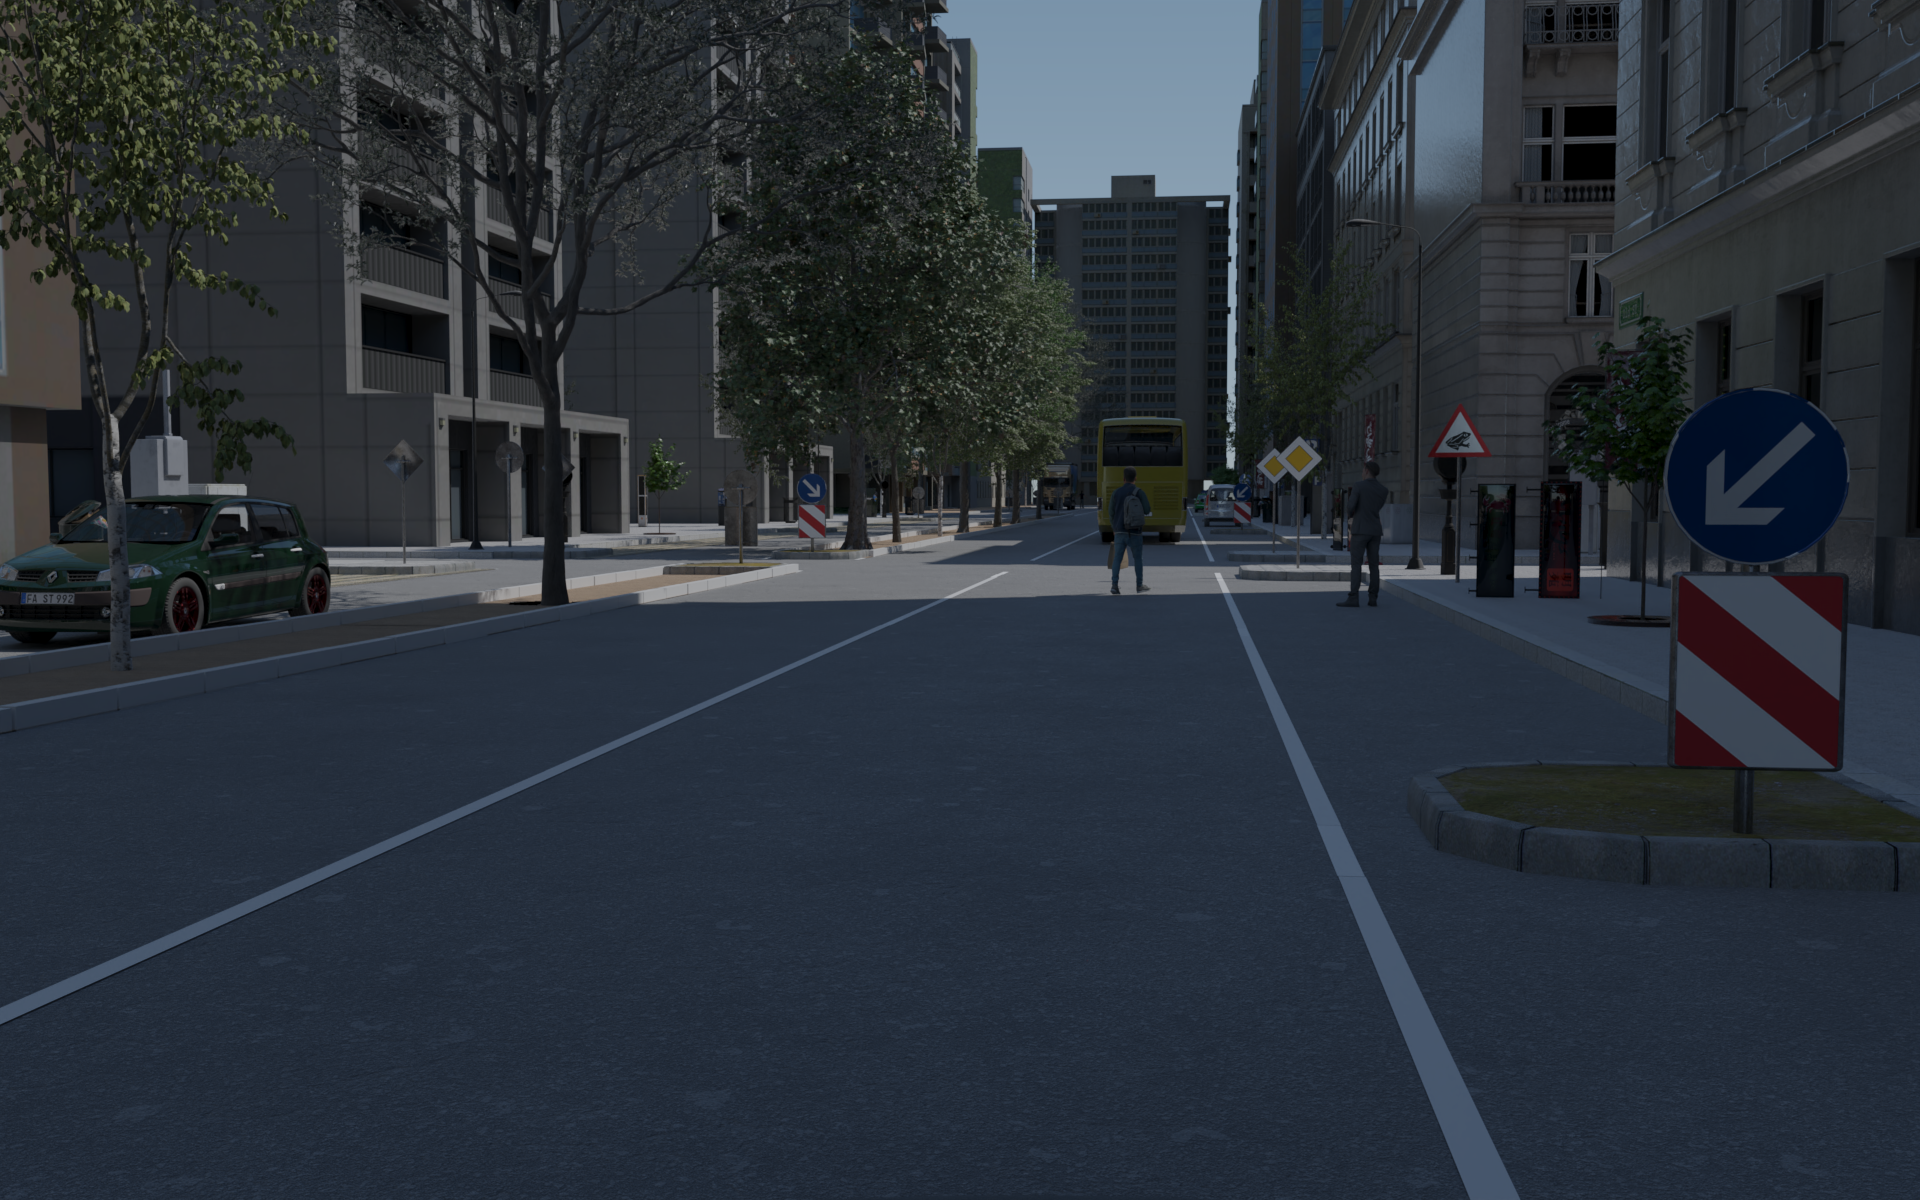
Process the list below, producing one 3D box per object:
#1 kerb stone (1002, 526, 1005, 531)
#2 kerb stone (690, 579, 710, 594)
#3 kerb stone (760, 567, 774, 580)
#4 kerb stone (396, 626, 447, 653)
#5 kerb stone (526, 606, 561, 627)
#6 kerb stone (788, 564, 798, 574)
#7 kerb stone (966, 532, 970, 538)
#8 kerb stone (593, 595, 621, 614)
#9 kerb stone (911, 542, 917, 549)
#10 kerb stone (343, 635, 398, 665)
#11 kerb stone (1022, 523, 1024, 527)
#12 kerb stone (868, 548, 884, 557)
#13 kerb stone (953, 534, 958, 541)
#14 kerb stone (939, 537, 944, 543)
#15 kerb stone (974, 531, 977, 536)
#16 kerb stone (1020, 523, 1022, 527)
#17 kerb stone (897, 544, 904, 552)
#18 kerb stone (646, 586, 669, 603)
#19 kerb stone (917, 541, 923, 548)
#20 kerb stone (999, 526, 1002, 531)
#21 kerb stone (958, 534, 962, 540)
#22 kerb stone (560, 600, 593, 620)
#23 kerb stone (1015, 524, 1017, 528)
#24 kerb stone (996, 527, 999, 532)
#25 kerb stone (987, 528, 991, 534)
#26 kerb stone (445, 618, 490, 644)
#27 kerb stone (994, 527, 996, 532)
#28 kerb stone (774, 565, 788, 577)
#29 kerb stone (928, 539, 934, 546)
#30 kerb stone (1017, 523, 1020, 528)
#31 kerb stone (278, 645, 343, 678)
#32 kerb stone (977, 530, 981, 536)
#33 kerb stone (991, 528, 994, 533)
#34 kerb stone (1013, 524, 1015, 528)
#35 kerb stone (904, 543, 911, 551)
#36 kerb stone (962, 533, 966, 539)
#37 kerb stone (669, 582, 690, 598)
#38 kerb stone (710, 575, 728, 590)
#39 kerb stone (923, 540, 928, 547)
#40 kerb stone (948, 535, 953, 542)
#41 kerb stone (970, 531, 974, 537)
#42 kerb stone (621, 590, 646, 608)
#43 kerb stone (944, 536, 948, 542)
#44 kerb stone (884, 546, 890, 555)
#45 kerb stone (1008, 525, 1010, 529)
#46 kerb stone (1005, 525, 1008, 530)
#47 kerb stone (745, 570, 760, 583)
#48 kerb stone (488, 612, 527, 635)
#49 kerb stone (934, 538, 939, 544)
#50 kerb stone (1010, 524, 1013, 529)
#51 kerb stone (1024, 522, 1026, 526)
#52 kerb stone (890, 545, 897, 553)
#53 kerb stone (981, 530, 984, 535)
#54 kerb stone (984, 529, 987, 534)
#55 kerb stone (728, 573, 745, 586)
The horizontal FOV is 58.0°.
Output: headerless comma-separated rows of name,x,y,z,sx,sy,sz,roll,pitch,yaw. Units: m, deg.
kerb stone,1.551,-2.768,67.447,0.120,0.150,1.000,0,4,7
kerb stone,-3.870,-0.184,25.206,0.120,0.150,1.000,0,4,7
kerb stone,-3.354,-0.429,29.274,0.120,0.150,1.000,0,4,7
kerb stone,-5.046,0.377,16.033,0.120,0.150,1.000,0,4,7
kerb stone,-4.659,0.190,19.092,0.120,0.150,1.000,0,4,7
kerb stone,-3.089,-0.557,31.306,0.120,0.150,1.000,0,4,7
kerb stone,0.112,-2.084,56.269,0.120,0.150,1.000,0,4,7
kerb stone,-4.389,0.065,21.138,0.120,0.150,1.000,0,4,7
kerb stone,-1.325,-1.399,45.068,0.120,0.150,1.000,0,4,7
kerb stone,-5.182,0.443,15.020,0.120,0.150,1.000,0,4,7
kerb stone,2.589,-3.265,75.586,0.120,0.150,1.000,0,4,7
kerb stone,-1.967,-1.087,39.972,0.120,0.150,1.000,0,4,7
kerb stone,-0.273,-1.898,53.222,0.120,0.150,1.000,0,4,7
kerb stone,-0.674,-1.707,50.153,0.120,0.150,1.000,0,4,7
kerb stone,0.366,-2.208,58.303,0.120,0.150,1.000,0,4,7
kerb stone,2.471,-3.203,74.562,0.120,0.150,1.000,0,4,7
kerb stone,-1.588,-1.269,43.033,0.120,0.150,1.000,0,4,7
kerb stone,-4.135,-0.060,23.171,0.120,0.150,1.000,0,4,7
kerb stone,-1.192,-1.452,46.082,0.120,0.150,1.000,0,4,7
kerb stone,1.417,-2.706,66.434,0.120,0.150,1.000,0,4,7
kerb stone,-0.145,-1.960,54.236,0.120,0.150,1.000,0,4,7
kerb stone,-4.519,0.128,20.108,0.120,0.150,1.000,0,4,7
kerb stone,2.195,-3.076,72.535,0.120,0.150,1.000,0,4,7
kerb stone,1.284,-2.642,65.420,0.120,0.150,1.000,0,4,7
kerb stone,0.895,-2.450,62.376,0.120,0.150,1.000,0,4,7
kerb stone,-4.908,0.315,17.048,0.120,0.150,1.000,0,4,7
kerb stone,1.150,-2.580,64.407,0.120,0.150,1.000,0,4,7
kerb stone,-3.217,-0.495,30.292,0.120,0.150,1.000,0,4,7
kerb stone,-0.936,-1.585,48.114,0.120,0.150,1.000,0,4,7
kerb stone,2.333,-3.141,73.548,0.120,0.150,1.000,0,4,7
kerb stone,-5.305,0.501,14.003,0.120,0.150,1.000,0,4,7
kerb stone,0.501,-2.271,59.321,0.120,0.150,1.000,0,4,7
kerb stone,1.023,-2.520,63.392,0.120,0.150,1.000,0,4,7
kerb stone,2.067,-3.017,71.519,0.120,0.150,1.000,0,4,7
kerb stone,-1.456,-1.335,44.049,0.120,0.150,1.000,0,4,7
kerb stone,-0.011,-2.022,55.252,0.120,0.150,1.000,0,4,7
kerb stone,-4.010,-0.122,24.192,0.120,0.150,1.000,0,4,7
kerb stone,-3.738,-0.244,26.224,0.120,0.150,1.000,0,4,7
kerb stone,-1.061,-1.521,47.095,0.120,0.150,1.000,0,4,7
kerb stone,-0.414,-1.835,52.194,0.120,0.150,1.000,0,4,7
kerb stone,0.248,-2.143,57.287,0.120,0.150,1.000,0,4,7
kerb stone,-4.264,0.005,22.152,0.120,0.150,1.000,0,4,7
kerb stone,-0.545,-1.772,51.167,0.120,0.150,1.000,0,4,7
kerb stone,-1.851,-1.149,40.989,0.120,0.150,1.000,0,4,7
kerb stone,1.797,-2.892,69.485,0.120,0.150,1.000,0,4,7
kerb stone,1.683,-2.830,68.461,0.120,0.150,1.000,0,4,7
kerb stone,-3.485,-0.366,28.257,0.120,0.150,1.000,0,4,7
kerb stone,-4.793,0.253,18.072,0.120,0.150,1.000,0,4,7
kerb stone,-0.803,-1.648,49.134,0.120,0.150,1.000,0,4,7
kerb stone,1.934,-2.953,70.499,0.120,0.150,1.000,0,4,7
kerb stone,2.720,-3.323,76.605,0.120,0.150,1.000,0,4,7
kerb stone,-1.718,-1.212,42.005,0.120,0.150,1.000,0,4,7
kerb stone,0.637,-2.333,60.341,0.120,0.150,1.000,0,4,7
kerb stone,0.761,-2.392,61.362,0.120,0.150,1.000,0,4,7
kerb stone,-3.607,-0.309,27.242,0.120,0.150,1.000,0,4,7
